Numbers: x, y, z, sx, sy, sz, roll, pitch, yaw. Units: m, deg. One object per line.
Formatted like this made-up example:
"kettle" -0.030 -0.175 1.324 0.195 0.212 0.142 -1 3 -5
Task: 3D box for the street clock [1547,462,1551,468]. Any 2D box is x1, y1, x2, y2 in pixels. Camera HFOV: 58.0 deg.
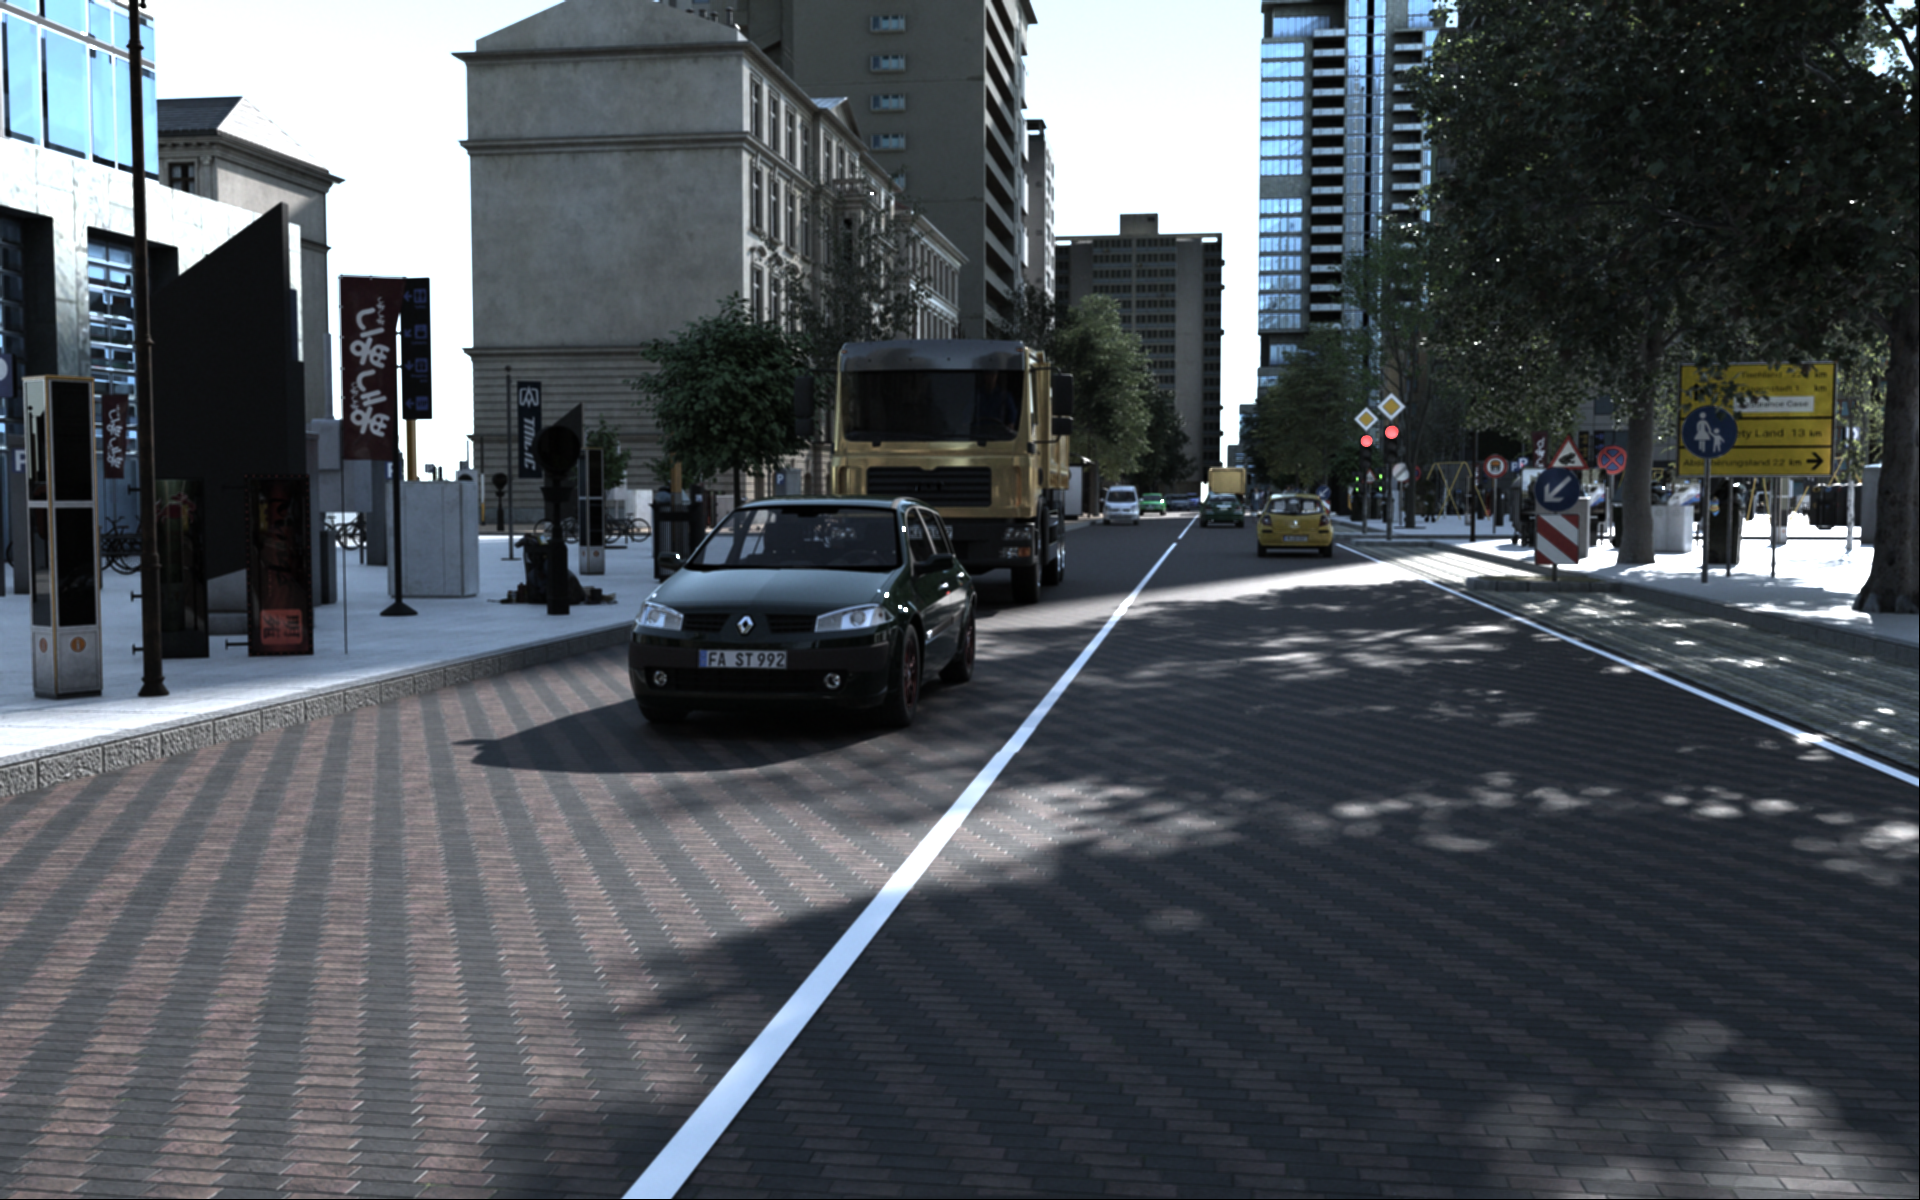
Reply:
"street clock" 13.590 -2.145 39.637 0.358 2.002 0.471 3 4 36

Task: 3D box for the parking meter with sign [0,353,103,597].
"parking meter with sign" -11.863 -1.599 22.413 0.543 3.016 1.738 1 4 9

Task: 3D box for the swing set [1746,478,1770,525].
"swing set" 32.607 -4.645 73.565 3.119 2.851 2.862 0 4 6

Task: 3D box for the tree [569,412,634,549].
"tree" -8.517 -2.824 40.778 1.663 3.219 1.824 0 3 0

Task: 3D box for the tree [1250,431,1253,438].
"tree" 28.929 -14.202 150.325 7.486 12.596 7.792 0 3 0

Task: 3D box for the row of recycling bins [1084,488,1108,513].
"row of recycling bins" 8.311 -6.684 116.404 3.534 1.692 1.069 -1 4 -11

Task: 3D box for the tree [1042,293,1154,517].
"tree" 7.369 -11.030 98.464 7.486 12.596 7.792 0 3 0

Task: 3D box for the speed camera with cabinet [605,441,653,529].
"speed camera with cabinet" -12.455 -4.325 65.046 0.660 3.252 2.038 2 4 33

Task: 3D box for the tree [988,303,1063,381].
"tree" 1.715 -7.082 66.146 4.360 8.622 3.978 0 3 0

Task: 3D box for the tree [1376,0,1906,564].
"tree" 12.637 -7.647 31.687 9.857 13.997 8.962 0 3 0

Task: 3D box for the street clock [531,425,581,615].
"street clock" -4.283 -0.846 18.407 0.471 2.002 0.358 -2 4 -30

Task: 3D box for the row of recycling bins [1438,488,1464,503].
"row of recycling bins" 35.491 -7.022 121.917 3.534 1.692 1.069 1 4 12

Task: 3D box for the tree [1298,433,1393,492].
"tree" 21.117 -6.608 91.761 4.285 4.588 4.351 0 3 0

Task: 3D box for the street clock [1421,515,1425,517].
"street clock" 25.993 -5.663 97.154 0.471 2.002 0.358 2 4 23

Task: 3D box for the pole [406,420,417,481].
"pole" -11.353 -2.571 35.886 0.158 3.312 0.155 0 3 0

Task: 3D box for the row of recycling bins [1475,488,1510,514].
"row of recycling bins" 34.598 -6.410 111.917 1.069 1.692 3.534 0 4 -4

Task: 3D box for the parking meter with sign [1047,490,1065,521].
"parking meter with sign" 4.411 -5.275 82.512 0.543 3.016 1.738 3 5 45

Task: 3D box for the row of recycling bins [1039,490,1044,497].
"row of recycling bins" 4.163 -5.149 91.307 1.069 1.692 3.534 1 4 22

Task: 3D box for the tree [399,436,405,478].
"tree" -15.970 -3.293 48.440 1.663 3.219 1.824 0 3 0

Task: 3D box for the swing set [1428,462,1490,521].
"swing set" 24.067 -5.368 85.395 2.862 2.851 3.119 -1 4 -13

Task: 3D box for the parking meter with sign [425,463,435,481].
"parking meter with sign" -30.329 -6.302 99.303 0.543 3.016 1.738 -1 4 -13

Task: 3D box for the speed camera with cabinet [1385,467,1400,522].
"speed camera with cabinet" 19.859 -5.214 79.577 0.660 3.252 2.038 1 4 11

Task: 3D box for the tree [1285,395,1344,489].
"tree" 25.214 -10.464 121.441 4.737 8.622 4.395 0 3 0

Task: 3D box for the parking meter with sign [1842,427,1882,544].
"parking meter with sign" 23.378 -2.925 44.091 0.543 3.016 1.738 -2 4 -25

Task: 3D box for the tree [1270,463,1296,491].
"tree" 31.165 -10.823 160.667 4.285 4.588 4.351 0 3 0

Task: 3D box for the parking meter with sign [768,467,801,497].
"parking meter with sign" -4.846 -3.234 49.142 0.543 3.016 1.738 3 4 37

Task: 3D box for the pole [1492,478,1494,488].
"pole" 35.616 -7.446 115.586 0.158 3.312 0.155 0 3 0

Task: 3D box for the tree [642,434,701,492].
"tree" -7.827 -3.302 48.583 1.663 3.219 1.824 0 3 0

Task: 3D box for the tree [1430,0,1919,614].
"tree" 10.230 -6.207 18.485 9.611 12.733 9.660 0 3 0

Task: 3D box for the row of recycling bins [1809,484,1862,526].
"row of recycling bins" 35.879 -3.879 70.530 1.069 1.692 3.534 0 4 -5

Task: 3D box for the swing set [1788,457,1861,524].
"swing set" 37.493 -4.684 74.198 2.862 2.851 3.119 1 4 10

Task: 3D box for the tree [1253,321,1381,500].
"tree" 23.894 -11.983 114.047 7.486 12.596 7.792 0 3 0

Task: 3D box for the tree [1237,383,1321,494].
"tree" 36.380 -17.642 195.103 9.857 13.997 8.962 0 3 0

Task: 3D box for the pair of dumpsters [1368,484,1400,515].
"pair of dumpsters" 24.789 -6.031 101.102 1.574 2.255 4.437 1 4 8

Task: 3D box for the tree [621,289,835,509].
"tree" -3.699 -2.701 27.873 4.285 4.588 4.351 0 3 0

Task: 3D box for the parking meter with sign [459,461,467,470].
"parking meter with sign" -25.098 -5.726 89.887 1.738 3.016 0.543 2 4 23

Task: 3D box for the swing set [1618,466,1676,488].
"swing set" 41.548 -6.589 105.349 3.119 2.851 2.862 -1 4 -19

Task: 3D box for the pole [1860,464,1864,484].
"pole" 56.551 -7.023 108.674 0.158 3.312 0.155 0 3 0

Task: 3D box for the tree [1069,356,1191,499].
"tree" 13.136 -13.518 138.031 9.611 12.733 9.660 0 3 0

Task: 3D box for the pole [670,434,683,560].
"pole" -5.292 -2.351 32.282 0.158 3.312 0.155 0 3 0

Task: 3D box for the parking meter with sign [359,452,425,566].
"parking meter with sign" -10.392 -2.136 31.192 1.738 3.016 0.543 3 5 43

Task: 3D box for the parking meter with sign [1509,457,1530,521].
"parking meter with sign" 26.374 -5.229 81.761 0.543 3.016 1.738 2 4 31

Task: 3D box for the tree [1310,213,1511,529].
"tree" 16.795 -8.466 64.167 9.928 11.665 9.643 0 3 0

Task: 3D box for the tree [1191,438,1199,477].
"tree" 18.288 -15.817 175.609 9.611 12.733 9.660 0 3 0

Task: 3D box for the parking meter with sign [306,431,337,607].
"parking meter with sign" -7.493 -1.421 19.492 0.543 3.016 1.738 0 4 -4

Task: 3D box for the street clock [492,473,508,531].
"street clock" -15.870 -3.377 59.779 0.471 2.002 0.358 -3 4 -38

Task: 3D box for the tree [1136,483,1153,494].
"tree" 20.695 -14.532 187.964 4.360 8.622 3.978 0 3 0

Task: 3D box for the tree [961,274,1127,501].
"tree" 3.667 -8.514 73.619 7.601 10.594 8.767 2 4 32
